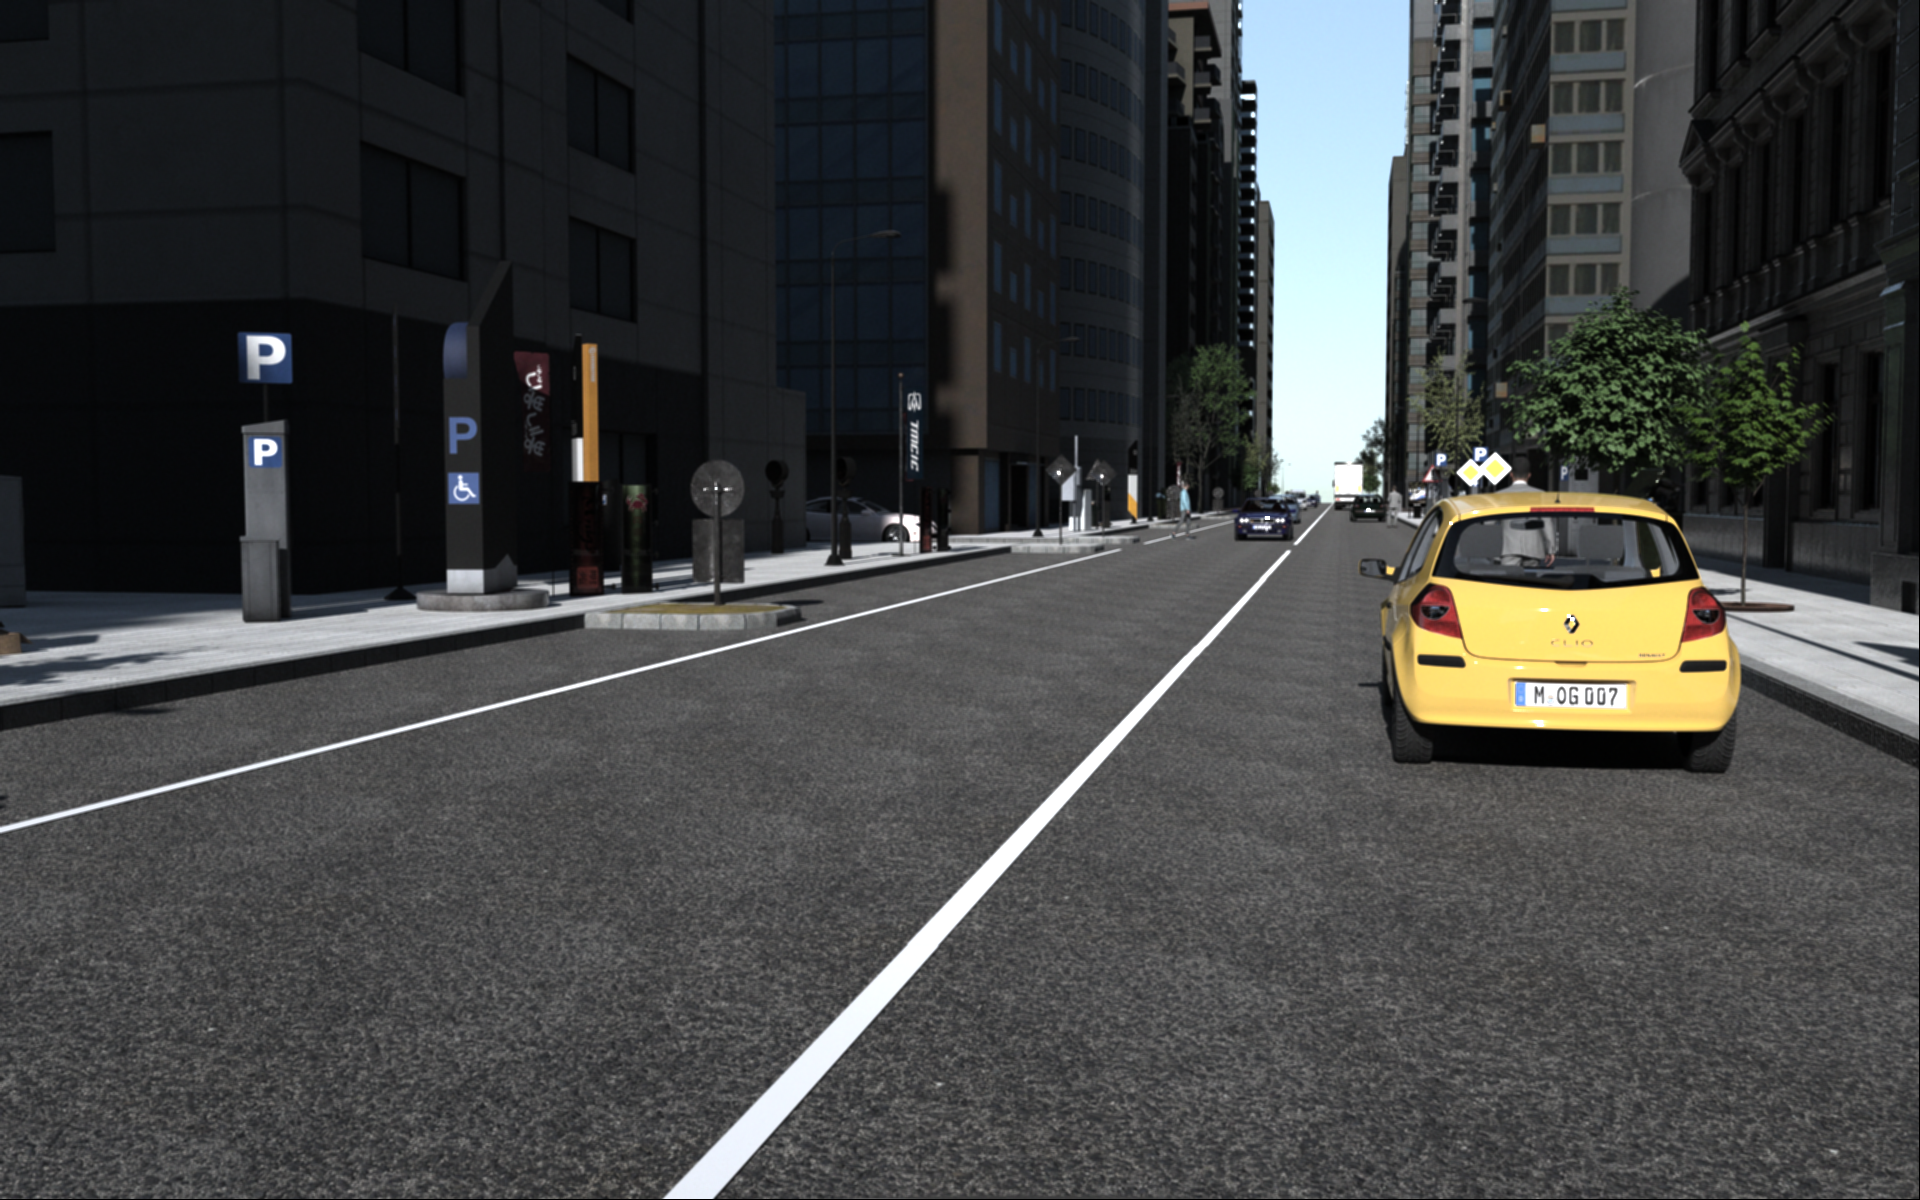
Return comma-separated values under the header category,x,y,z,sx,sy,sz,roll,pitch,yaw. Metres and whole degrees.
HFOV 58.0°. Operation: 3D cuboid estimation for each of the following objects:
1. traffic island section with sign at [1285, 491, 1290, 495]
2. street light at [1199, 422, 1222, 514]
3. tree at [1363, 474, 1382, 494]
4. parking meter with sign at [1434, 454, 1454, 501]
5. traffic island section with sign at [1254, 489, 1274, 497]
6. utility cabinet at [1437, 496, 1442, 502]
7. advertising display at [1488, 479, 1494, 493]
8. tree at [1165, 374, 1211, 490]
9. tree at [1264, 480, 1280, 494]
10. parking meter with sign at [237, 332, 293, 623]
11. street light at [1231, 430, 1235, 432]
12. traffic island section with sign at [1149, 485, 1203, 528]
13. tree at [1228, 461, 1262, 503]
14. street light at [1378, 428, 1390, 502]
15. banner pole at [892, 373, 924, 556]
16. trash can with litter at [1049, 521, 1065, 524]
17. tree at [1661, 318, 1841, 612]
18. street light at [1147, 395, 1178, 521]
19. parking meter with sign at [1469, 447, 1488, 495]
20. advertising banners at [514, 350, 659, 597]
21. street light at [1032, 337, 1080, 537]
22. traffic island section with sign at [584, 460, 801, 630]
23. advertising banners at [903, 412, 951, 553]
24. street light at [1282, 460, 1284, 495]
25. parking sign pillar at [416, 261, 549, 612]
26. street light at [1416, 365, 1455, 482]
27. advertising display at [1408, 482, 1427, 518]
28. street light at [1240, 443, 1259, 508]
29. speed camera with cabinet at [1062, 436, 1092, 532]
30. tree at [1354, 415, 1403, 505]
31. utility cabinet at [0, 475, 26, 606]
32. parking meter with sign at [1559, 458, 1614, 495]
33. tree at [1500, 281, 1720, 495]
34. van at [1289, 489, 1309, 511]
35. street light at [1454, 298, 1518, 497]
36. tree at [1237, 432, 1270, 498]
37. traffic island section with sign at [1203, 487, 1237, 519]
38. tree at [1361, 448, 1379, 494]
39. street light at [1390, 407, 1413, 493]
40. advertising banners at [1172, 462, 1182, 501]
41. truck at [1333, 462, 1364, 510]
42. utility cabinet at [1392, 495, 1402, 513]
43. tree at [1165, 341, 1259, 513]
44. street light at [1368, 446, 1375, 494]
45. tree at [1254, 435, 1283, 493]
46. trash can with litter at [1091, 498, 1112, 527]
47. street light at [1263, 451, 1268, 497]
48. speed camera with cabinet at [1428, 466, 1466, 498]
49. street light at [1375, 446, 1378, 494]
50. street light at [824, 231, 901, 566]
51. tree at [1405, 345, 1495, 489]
category,x,y,z,sx,sy,sz,roll,pitch,yaw
traffic island section with sign,49.286,-15.119,255.826,1.989,1.847,2.006,1,4,12
street light,16.134,-8.502,111.548,1.470,5.913,1.316,1,4,12
tree,61.063,-16.745,257.500,4.285,4.588,4.351,0,3,0
parking meter with sign,20.820,-4.738,73.732,0.543,3.016,1.738,-1,4,-10
traffic island section with sign,25.534,-8.525,148.015,1.989,1.847,2.006,1,4,12
utility cabinet,22.179,-4.200,79.833,0.306,1.237,1.020,0,4,7
advertising display,20.783,-3.822,67.703,0.123,1.923,0.974,0,4,5
tree,13.427,-9.482,105.385,4.360,8.622,3.978,0,3,0
tree,41.494,-14.520,232.006,1.663,3.219,1.824,0,3,0
parking meter with sign,-7.236,-1.331,18.021,0.543,3.016,1.738,-1,4,-19
street light,19.280,-9.400,126.228,1.470,5.913,1.316,1,4,12
traffic island section with sign,9.093,-3.962,73.413,1.989,1.847,2.006,1,4,12
tree,27.935,-11.371,169.636,4.285,4.588,4.351,0,3,0
street light,30.517,-9.168,122.444,1.470,5.913,1.316,1,4,12
banner pole,-1.047,-2.790,35.641,0.863,3.779,0.401,3,5,42
trash can with litter,3.853,-3.884,74.556,2.233,1.210,1.678,2,4,31
tree,8.631,-1.511,19.307,1.663,3.219,1.824,0,3,0
street light,9.529,-6.669,81.577,1.470,5.913,1.316,1,4,12
parking meter with sign,19.379,-4.203,64.986,0.543,3.016,1.738,1,4,8
advertising banners,-4.682,-1.564,21.765,2.074,3.025,0.090,-3,5,-45
street light,2.866,-4.837,51.619,1.470,5.913,1.316,1,4,12
traffic island section with sign,-2.856,-0.649,19.238,1.989,1.847,2.006,1,4,12
advertising banners,-0.732,-2.545,37.804,0.090,3.025,2.074,2,4,29
street light,43.744,-16.203,237.463,1.470,5.913,1.316,1,4,12
parking sign pillar,-5.388,-1.896,19.465,1.447,3.967,1.447,0,4,2
street light,17.274,-5.483,62.186,1.470,5.913,1.316,1,4,12
advertising display,24.171,-5.277,91.496,0.974,1.923,0.123,2,4,33
street light,26.012,-11.248,156.452,1.470,5.913,1.316,1,4,12
speed camera with cabinet,3.989,-3.982,59.445,0.660,3.252,2.038,1,4,19
tree,50.025,-16.539,204.825,7.601,10.594,8.767,-1,4,-16
utility cabinet,-10.959,-0.692,19.985,0.318,1.500,1.173,-2,4,-29
parking meter with sign,12.551,-2.381,35.186,1.738,3.016,0.543,-1,4,-12
tree,10.229,-2.630,26.717,4.285,4.588,4.351,0,3,0
van,29.552,-8.846,151.635,2.013,2.044,4.112,1,4,11
street light,12.568,-4.188,41.007,1.470,5.913,1.316,1,4,12
tree,33.555,-15.212,199.078,4.737,8.622,4.395,0,3,0
traffic island section with sign,14.970,-5.594,100.085,1.989,1.847,2.006,1,4,12
tree,63.996,-19.657,271.748,4.737,8.622,4.395,0,3,0
street light,23.871,-7.336,92.482,1.470,5.913,1.316,1,4,12
advertising banners,11.288,-5.904,92.725,0.090,3.025,2.074,3,5,42
truck,35.209,-10.283,157.042,2.839,4.237,11.283,1,4,12
utility cabinet,30.320,-6.664,120.124,0.306,1.237,1.020,3,4,38
tree,16.503,-11.767,118.149,9.928,11.665,9.643,0,3,0
street light,40.128,-11.834,166.027,1.470,5.913,1.316,1,4,12
tree,37.501,-15.993,211.842,4.360,8.622,3.978,0,3,0
trash can with litter,5.424,-3.468,68.086,1.055,1.170,0.624,-1,4,-19
street light,32.543,-13.108,186.854,1.470,5.913,1.316,1,4,12
speed camera with cabinet,25.566,-5.908,90.933,0.660,3.252,2.038,-2,4,-34
street light,33.421,-9.974,135.623,1.470,5.913,1.316,1,4,12
street light,-1.728,-3.564,30.818,1.470,5.913,1.316,1,4,12
tree,24.475,-8.328,86.524,4.737,8.622,4.395,0,3,0
